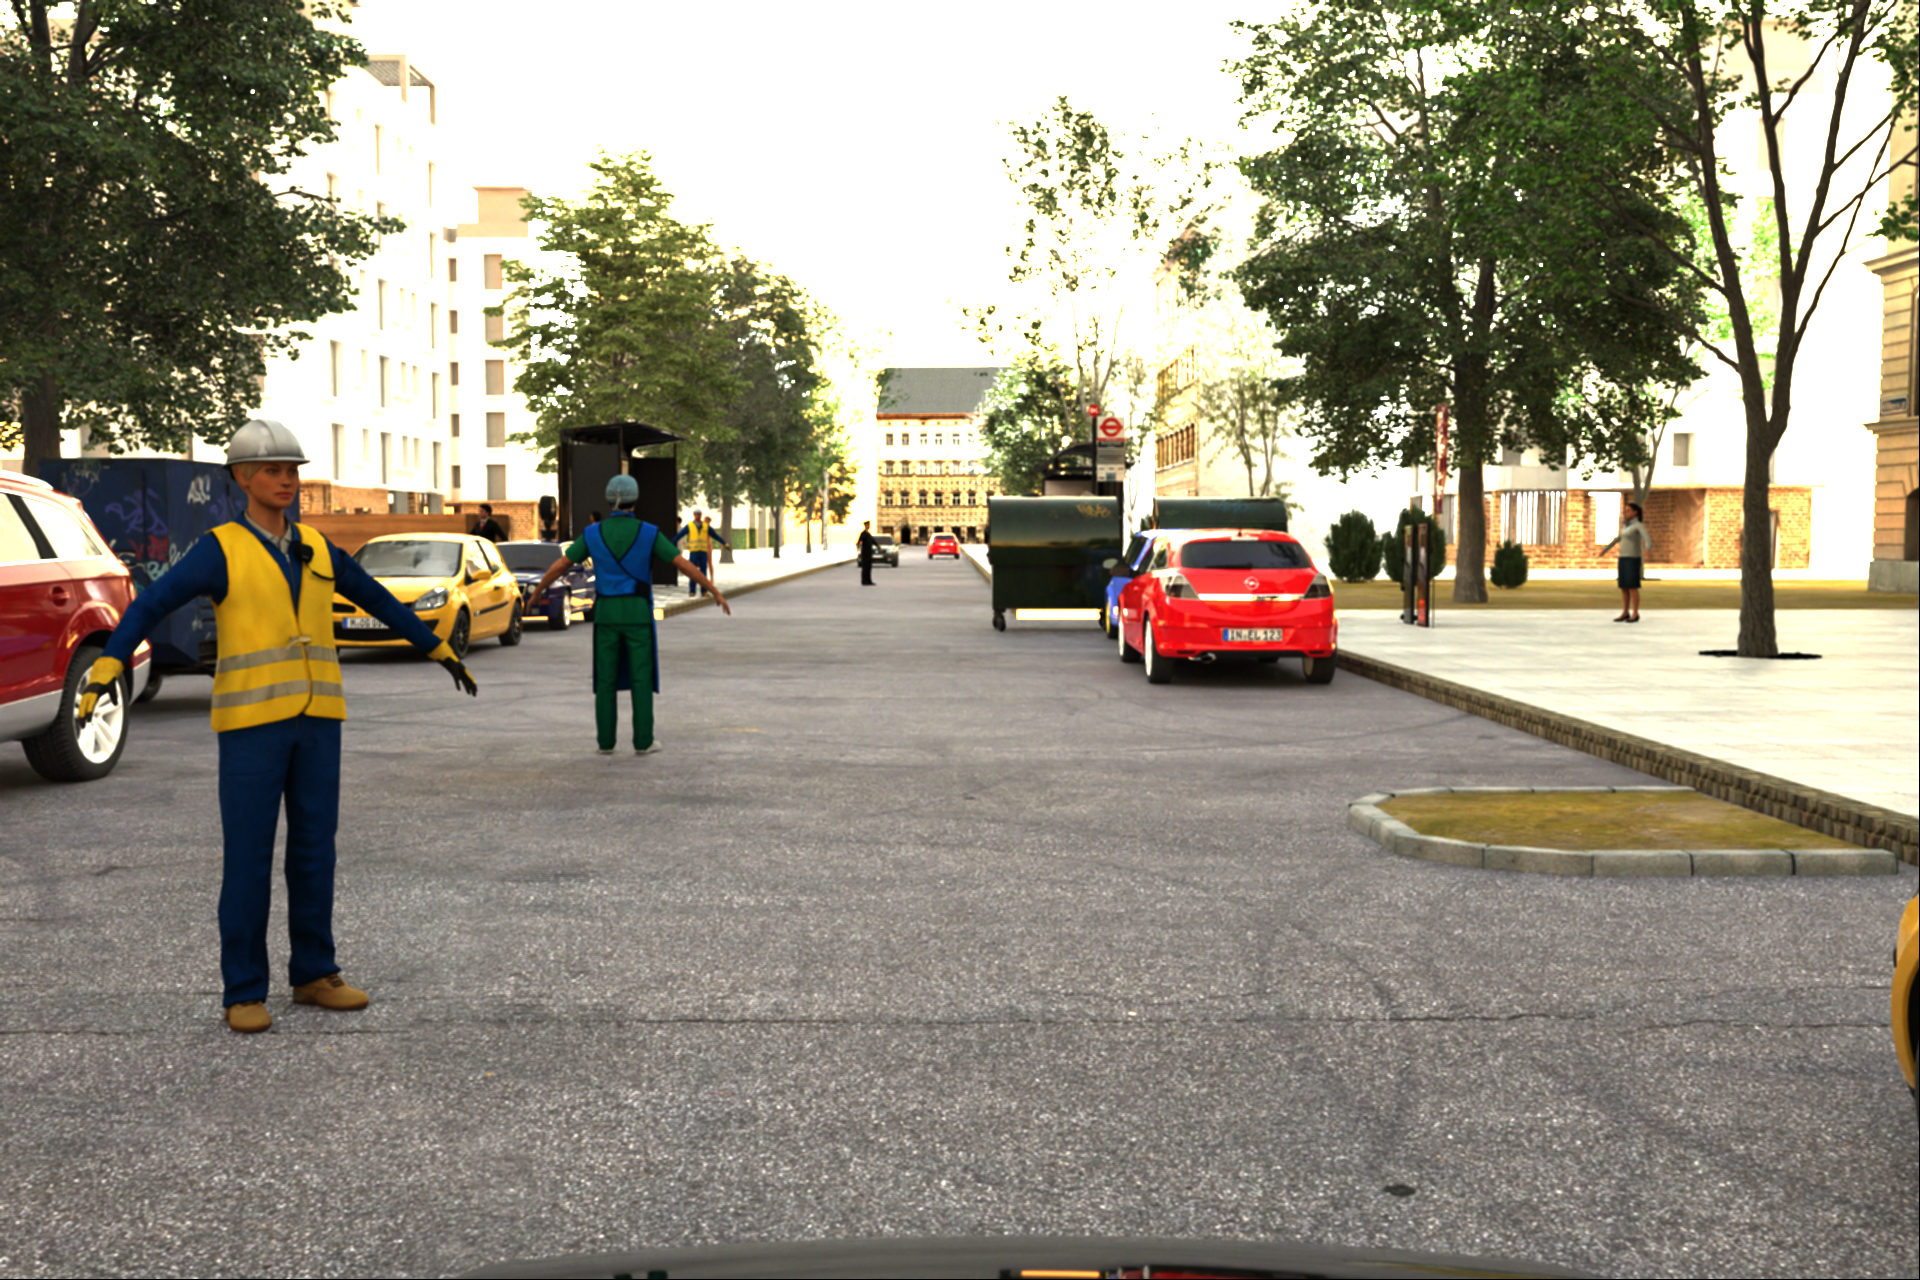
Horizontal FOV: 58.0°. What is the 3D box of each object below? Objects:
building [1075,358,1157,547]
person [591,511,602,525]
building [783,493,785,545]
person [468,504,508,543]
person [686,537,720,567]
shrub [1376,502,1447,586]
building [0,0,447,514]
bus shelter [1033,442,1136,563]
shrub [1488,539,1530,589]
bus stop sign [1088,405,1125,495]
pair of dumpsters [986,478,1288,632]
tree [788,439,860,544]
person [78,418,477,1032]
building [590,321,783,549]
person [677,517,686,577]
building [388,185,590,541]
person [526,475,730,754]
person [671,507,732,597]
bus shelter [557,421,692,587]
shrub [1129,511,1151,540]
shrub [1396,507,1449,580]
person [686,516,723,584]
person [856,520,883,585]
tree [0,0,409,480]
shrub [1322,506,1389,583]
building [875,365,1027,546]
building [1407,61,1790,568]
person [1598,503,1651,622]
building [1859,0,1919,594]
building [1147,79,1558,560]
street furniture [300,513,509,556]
[{"bbox_3d":[21.699,-19.307,182.121,16.747,18.905,31.486,0,4,-1],"label":"building"},{"bbox_3d":[-7.435,-1.734,35.066,0.721,1.740,1.216,2,4,33],"label":"person"},{"bbox_3d":[-30.190,-22.416,197.437,19.493,23.208,18.063,0,3,0],"label":"building"},{"bbox_3d":[-8.331,-1.477,30.341,1.347,1.806,0.705,2,4,28],"label":"person"},{"bbox_3d":[-9.965,-3.706,66.856,1.348,1.796,0.705,0,4,2],"label":"person"},{"bbox_3d":[11.184,-2.374,42.862,1.661,2.075,1.752,0,3,0],"label":"shrub"},{"bbox_3d":[-26.333,-12.382,58.869,16.016,20.090,11.380,0,4,0],"label":"building"},{"bbox_3d":[2.843,-2.865,40.768,2.014,3.302,5.546,0,4,0],"label":"bus shelter"},{"bbox_3d":[12.857,-1.800,40.552,1.383,1.207,1.383,0,3,0],"label":"shrub"},{"bbox_3d":[2.981,-2.880,35.790,0.855,3.939,0.416,0,4,0],"label":"bus stop sign"},{"bbox_3d":[2.600,-1.282,25.918,4.436,2.255,1.574,0,4,0],"label":"pair of dumpsters"},{"bbox_3d":[-17.432,-19.207,220.692,9.857,13.997,8.962,0,3,0],"label":"tree"},{"bbox_3d":[-1.974,0.234,5.099,0.721,1.772,1.216,3,5,41],"label":"person"},{"bbox_3d":[-26.193,-17.903,159.166,16.747,18.905,31.486,0,4,0],"label":"building"},{"bbox_3d":[-8.501,-2.809,52.108,0.705,1.806,1.347,-2,4,-33],"label":"person"},{"bbox_3d":[-27.987,-14.608,95.255,16.016,20.090,11.380,0,4,0],"label":"building"},{"bbox_3d":[-2.189,-0.168,11.328,1.347,1.817,0.704,0,4,1],"label":"person"},{"bbox_3d":[-5.377,-1.813,35.610,1.349,1.833,0.705,-1,4,-21],"label":"person"},{"bbox_3d":[-7.452,-2.923,39.079,1.731,3.624,6.357,0,4,2],"label":"bus shelter"},{"bbox_3d":[5.368,-2.606,46.653,1.661,2.075,1.752,0,3,0],"label":"shrub"},{"bbox_3d":[12.595,-2.637,47.538,1.690,2.028,1.600,0,3,0],"label":"shrub"},{"bbox_3d":[-6.493,-2.282,44.121,1.217,1.733,0.721,2,4,33],"label":"person"},{"bbox_3d":[-2.582,-2.455,48.524,0.705,1.837,1.347,2,4,27],"label":"person"},{"bbox_3d":[-12.219,-7.103,22.794,9.857,13.997,8.962,0,3,0],"label":"tree"},{"bbox_3d":[10.398,-2.516,45.550,1.690,2.028,1.600,0,3,0],"label":"shrub"},{"bbox_3d":[-0.753,-23.969,225.277,18.063,23.208,19.493,0,4,5],"label":"building"},{"bbox_3d":[25.129,-13.410,75.671,16.016,20.090,11.380,0,4,0],"label":"building"},{"bbox_3d":[9.702,-1.127,25.252,0.721,1.735,1.217,-1,4,-12],"label":"person"},{"bbox_3d":[25.825,-12.391,21.675,14.460,24.649,34.723,0,4,0],"label":"building"},{"bbox_3d":[20.735,-16.012,92.717,19.493,23.208,18.063,0,3,0],"label":"building"},{"bbox_3d":[-14.231,-2.005,39.633,9.812,1.723,11.010,1,4,14],"label":"street furniture"}]
